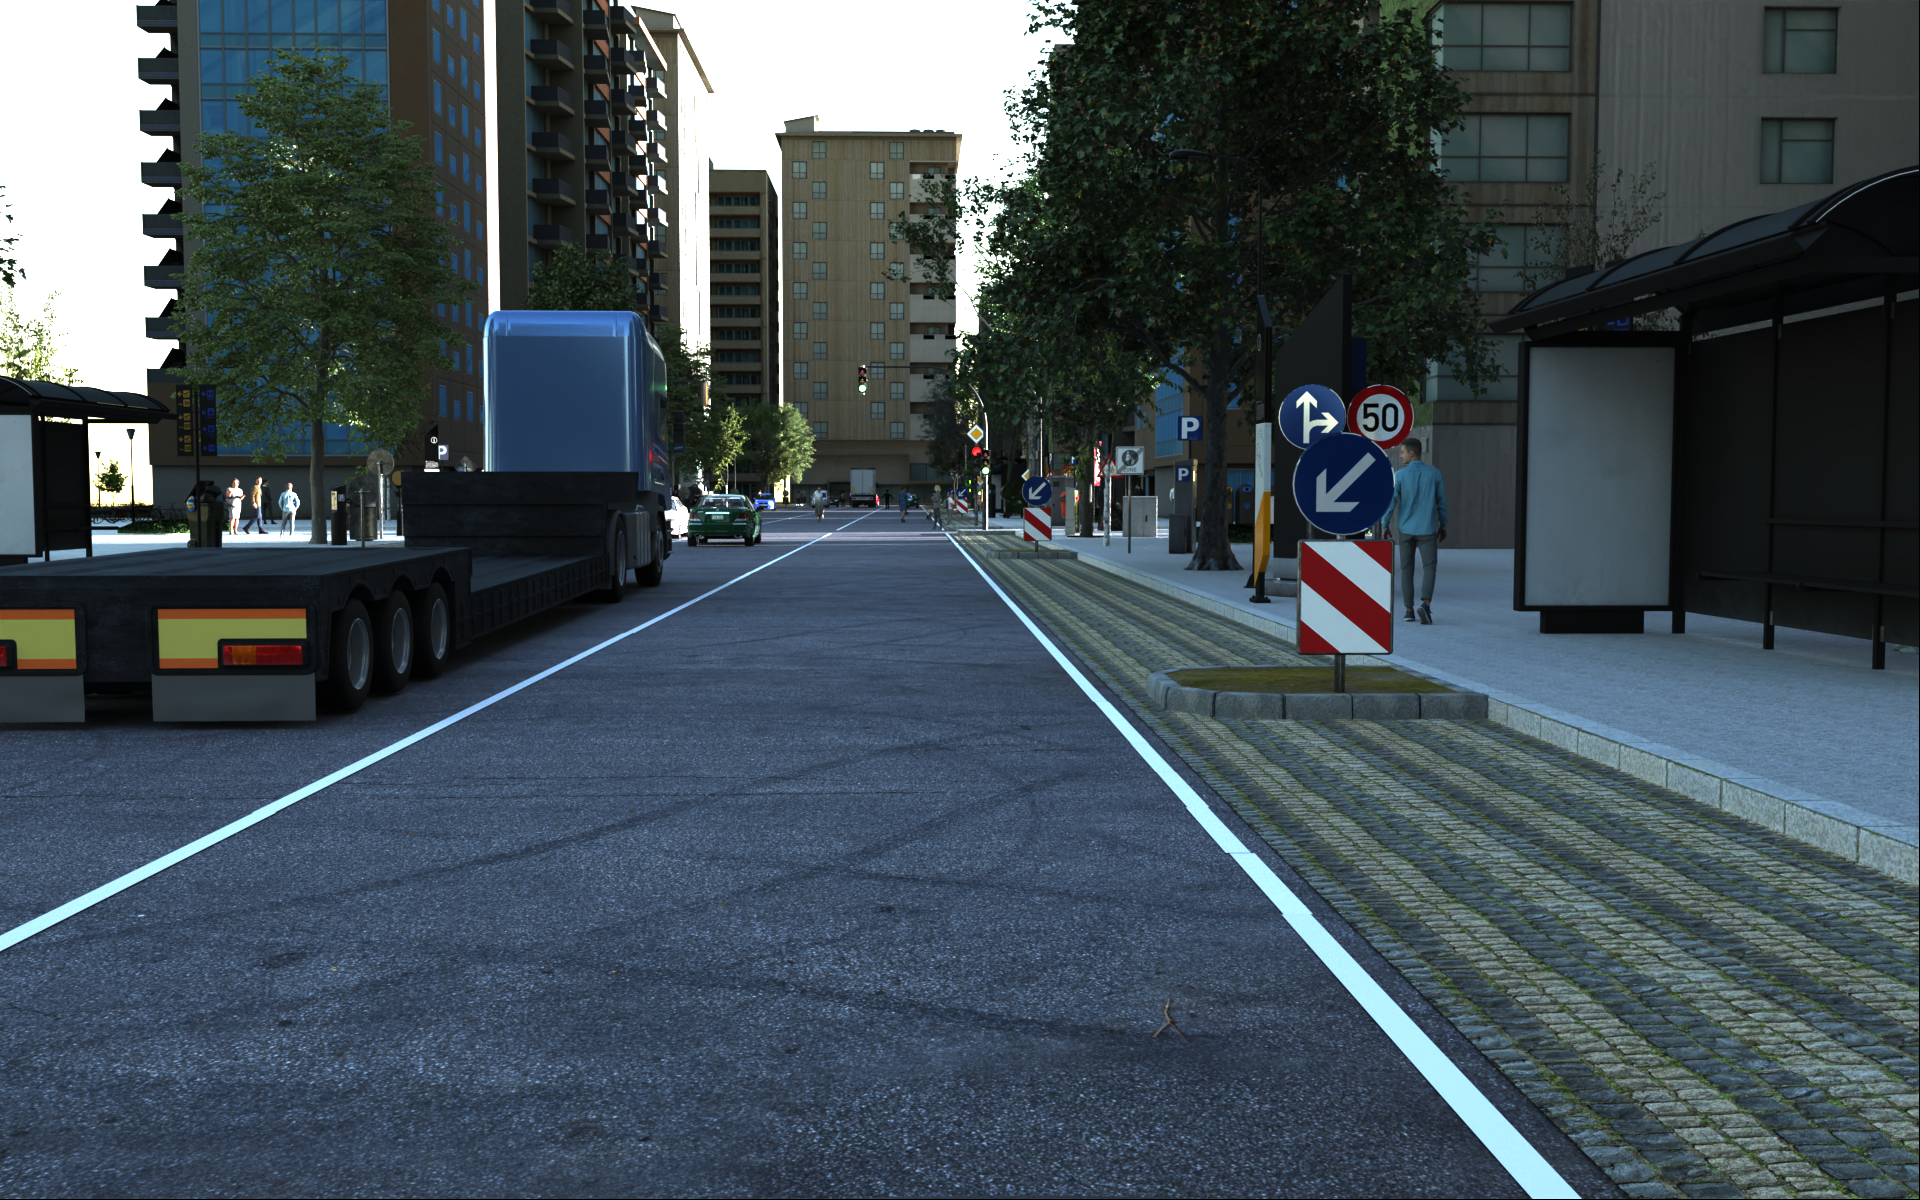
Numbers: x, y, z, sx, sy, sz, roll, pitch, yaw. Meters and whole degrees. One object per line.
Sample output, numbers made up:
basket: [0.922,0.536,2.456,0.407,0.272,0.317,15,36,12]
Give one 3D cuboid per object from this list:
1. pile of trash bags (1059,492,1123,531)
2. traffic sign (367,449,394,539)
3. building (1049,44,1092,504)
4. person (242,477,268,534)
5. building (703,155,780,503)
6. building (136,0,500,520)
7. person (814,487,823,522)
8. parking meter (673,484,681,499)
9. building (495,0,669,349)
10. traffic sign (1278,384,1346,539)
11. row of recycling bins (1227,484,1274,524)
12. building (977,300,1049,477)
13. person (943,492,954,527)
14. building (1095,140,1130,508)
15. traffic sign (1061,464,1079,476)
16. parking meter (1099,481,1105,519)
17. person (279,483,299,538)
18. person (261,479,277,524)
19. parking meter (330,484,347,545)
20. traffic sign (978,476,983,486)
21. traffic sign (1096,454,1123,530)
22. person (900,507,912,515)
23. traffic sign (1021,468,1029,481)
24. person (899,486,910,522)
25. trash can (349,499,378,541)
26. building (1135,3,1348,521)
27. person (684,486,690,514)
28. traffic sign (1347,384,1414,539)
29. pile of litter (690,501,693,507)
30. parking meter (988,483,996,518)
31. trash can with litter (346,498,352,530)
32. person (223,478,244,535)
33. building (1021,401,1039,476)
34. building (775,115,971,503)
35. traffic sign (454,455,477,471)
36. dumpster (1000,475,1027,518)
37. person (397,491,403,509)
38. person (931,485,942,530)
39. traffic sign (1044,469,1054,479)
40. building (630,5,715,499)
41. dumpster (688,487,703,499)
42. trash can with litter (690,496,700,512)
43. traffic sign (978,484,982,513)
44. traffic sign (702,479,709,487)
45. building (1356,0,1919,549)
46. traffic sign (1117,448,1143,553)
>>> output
pile of trash bags: [5.180,-3.126,60.859,3.447,1.369,1.912,1,4,13]
traffic sign: [-16.496,-3.009,49.304,0.768,2.556,0.104,0,4,-1]
building: [15.180,-29.230,161.511,14.154,41.232,14.086,0,4,-2]
person: [-22.656,-3.043,55.709,0.836,1.842,0.656,-3,5,-41]
building: [-36.940,-38.014,245.237,21.600,48.544,21.300,0,4,-2]
building: [-33.059,-26.985,91.312,14.600,45.320,14.200,0,4,-2]
person: [-7.335,-4.975,90.073,0.478,1.798,0.641,0,4,8]
parking meter: [-17.178,-6.079,105.106,0.399,1.863,0.255,2,4,24]
building: [-38.678,-30.760,157.553,22.147,44.769,28.867,0,4,-2]
traffic sign: [4.077,-1.224,20.120,0.768,2.556,0.104,0,4,8]
row of recycling bins: [11.977,-3.861,70.236,3.534,1.692,1.069,0,4,-2]
building: [9.673,-28.844,243.301,14.107,30.474,14.160,0,4,-2]
person: [-0.473,-3.913,75.068,0.503,1.515,0.523,2,4,24]
building: [20.327,-29.098,130.376,22.147,44.769,28.867,0,4,-2]
traffic sign: [4.655,-4.462,73.060,0.768,2.556,0.104,0,4,2]
parking meter: [5.778,-3.899,69.466,0.399,1.863,0.255,-1,4,-12]
person: [-19.542,-2.605,50.447,0.589,1.601,0.330,-1,4,-9]
person: [-29.489,-4.181,73.760,0.648,1.900,0.474,1,4,21]
parking meter: [-15.580,-2.142,43.426,0.372,1.533,0.369,0,3,0]
traffic sign: [1.289,-6.649,108.439,0.795,2.593,0.064,0,4,6]
traffic sign: [4.815,-3.409,55.736,0.884,2.594,0.081,0,4,0]
person: [-3.708,-6.274,116.582,0.738,1.151,1.012,-1,4,-17]
traffic sign: [3.536,-5.436,88.606,0.795,2.593,0.064,0,4,6]
person: [-2.913,-4.873,88.200,0.581,1.822,0.654,2,4,32]
trash can: [-16.318,-2.188,47.420,0.748,1.137,0.748,0,3,0]
building: [17.865,-27.440,98.754,14.600,45.320,14.200,0,4,-2]
person: [-17.578,-6.355,110.340,0.834,1.777,0.661,1,4,14]
traffic sign: [4.885,-1.230,20.210,0.768,2.556,0.104,0,4,5]
pile of litter: [-18.452,-6.490,120.069,1.176,0.858,1.719,0,4,4]
parking meter: [1.733,-5.378,93.647,0.255,1.863,0.399,-3,4,-36]
trash can with litter: [-21.749,-3.065,61.506,0.624,1.170,1.055,-3,4,-37]
person: [-22.927,-2.950,54.637,0.532,1.782,0.716,3,5,42]
building: [21.673,-21.603,198.247,27.650,21.520,28.899,0,4,-2]
building: [-11.615,-40.374,249.353,27.495,52.752,28.713,0,4,-2]
traffic sign: [-16.870,-3.630,59.091,0.795,2.593,0.064,0,4,3]
dumpster: [2.907,-5.451,91.611,1.502,2.255,1.985,0,4,-2]
person: [-17.460,-2.950,54.694,0.534,1.772,0.576,0,4,-5]
person: [-0.980,-3.748,69.969,0.526,1.800,0.537,0,4,1]
traffic sign: [4.572,-5.390,88.132,0.884,2.594,0.081,0,4,5]
building: [-42.936,-37.126,196.252,27.495,52.752,28.713,0,4,-2]
dumpster: [-20.443,-7.771,132.819,1.264,1.857,1.865,0,4,-2]
trash can with litter: [-18.171,-6.531,118.175,1.055,1.170,0.624,3,5,44]
traffic sign: [1.335,-7.073,115.755,0.768,2.556,0.104,0,4,5]
traffic sign: [-20.933,-8.738,142.601,0.795,2.593,0.064,0,4,5]
building: [17.808,-22.179,46.225,14.154,41.232,14.086,0,4,-2]
traffic sign: [3.663,-2.156,37.384,0.606,2.300,0.079,0,4,3]
